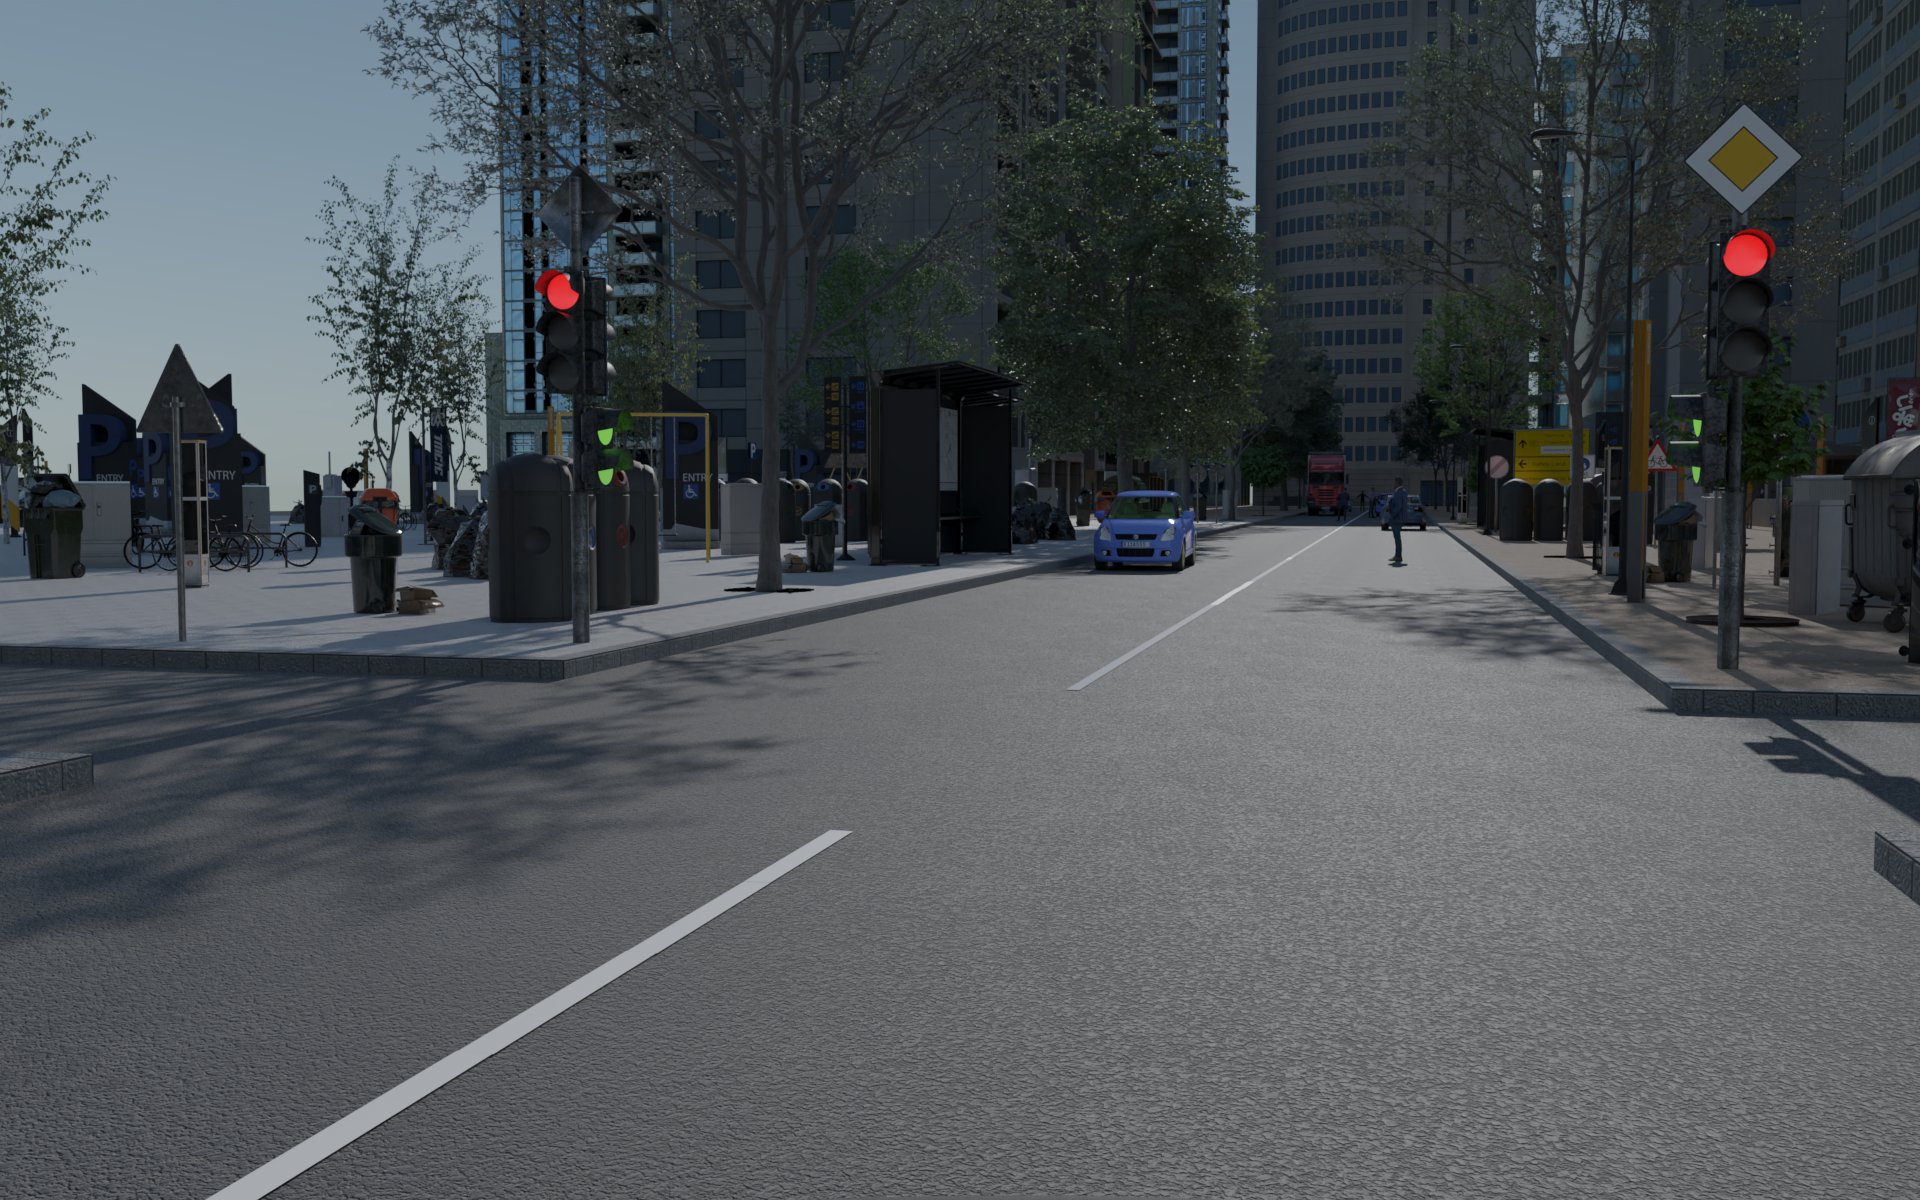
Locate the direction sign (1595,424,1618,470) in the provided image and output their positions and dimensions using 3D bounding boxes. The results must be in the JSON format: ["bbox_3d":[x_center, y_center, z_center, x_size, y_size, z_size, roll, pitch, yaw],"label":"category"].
[{"bbox_3d":[20.878,-3.914,55.985,0.379,3.537,0.876,-2,4,-29],"label":"direction sign"}]

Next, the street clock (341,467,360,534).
[{"bbox_3d":[-16.241,-2.548,46.233,0.471,2.002,0.358,0,4,-7],"label":"street clock"}]

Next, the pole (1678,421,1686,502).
[{"bbox_3d":[20.297,-3.357,48.731,0.158,3.312,0.155,0,3,0],"label":"pole"}]

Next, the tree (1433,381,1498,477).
[{"bbox_3d":[31.249,-9.537,106.299,4.360,8.622,3.978,0,3,0],"label":"tree"}]

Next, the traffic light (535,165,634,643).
[{"bbox_3d":[-3.256,-1.586,14.846,0.839,4.253,0.868,1,4,14],"label":"traffic light"}]

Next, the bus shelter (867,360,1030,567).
[{"bbox_3d":[-0.119,-2.594,33.699,1.731,3.624,6.357,1,4,14],"label":"bus shelter"}]

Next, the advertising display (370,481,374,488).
[{"bbox_3d":[-28.524,-4.824,84.088,0.123,1.923,0.974,-1,4,-22],"label":"advertising display"}]

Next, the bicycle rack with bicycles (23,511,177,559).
[{"bbox_3d":[-18.332,-1.439,36.906,2.852,0.926,2.925,0,4,7],"label":"bicycle rack with bicycles"}]

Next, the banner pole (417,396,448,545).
[{"bbox_3d":[-13.331,-3.290,43.805,0.863,3.779,0.401,-3,5,-40],"label":"banner pole"}]

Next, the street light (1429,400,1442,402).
[{"bbox_3d":[23.848,-6.912,85.549,1.470,5.913,1.316,1,4,14],"label":"street light"}]

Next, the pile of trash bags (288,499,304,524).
[{"bbox_3d":[-27.864,-4.068,76.260,1.912,1.369,3.447,1,4,16],"label":"pile of trash bags"}]

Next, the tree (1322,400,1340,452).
[{"bbox_3d":[32.143,-14.949,162.537,7.486,12.596,7.792,0,3,0],"label":"tree"}]

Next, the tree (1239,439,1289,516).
[{"bbox_3d":[17.832,-7.205,101.516,4.285,4.588,4.351,0,3,0],"label":"tree"}]

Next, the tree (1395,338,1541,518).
[{"bbox_3d":[27.829,-9.746,93.751,7.601,10.594,8.767,1,4,16],"label":"tree"}]

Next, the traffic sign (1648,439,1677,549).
[{"bbox_3d":[16.352,-2.488,40.676,0.884,2.594,0.081,1,4,16],"label":"traffic sign"}]

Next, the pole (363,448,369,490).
[{"bbox_3d":[-26.461,-5.097,77.185,0.158,3.312,0.155,0,3,0],"label":"pole"}]

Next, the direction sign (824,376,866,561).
[{"bbox_3d":[-2.211,-2.533,33.412,0.876,3.537,0.379,1,4,21],"label":"direction sign"}]

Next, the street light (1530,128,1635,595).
[{"bbox_3d":[7.933,-3.028,22.057,1.470,5.913,1.316,1,4,14],"label":"street light"}]

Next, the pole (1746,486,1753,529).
[{"bbox_3d":[29.093,-4.276,63.751,0.158,3.312,0.155,0,3,0],"label":"pole"}]

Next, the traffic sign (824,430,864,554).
[{"bbox_3d":[-2.356,-2.142,35.029,0.884,2.594,0.081,1,4,21],"label":"traffic sign"}]

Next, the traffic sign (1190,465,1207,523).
[{"bbox_3d":[10.481,-4.662,76.327,0.768,2.556,0.104,1,4,17],"label":"traffic sign"}]

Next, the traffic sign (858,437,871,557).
[{"bbox_3d":[-1.821,-2.147,35.114,0.884,2.594,0.081,2,4,24],"label":"traffic sign"}]

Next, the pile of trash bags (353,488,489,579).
[{"bbox_3d":[-7.435,-1.028,26.563,3.447,1.369,1.912,-2,4,-25],"label":"pile of trash bags"}]

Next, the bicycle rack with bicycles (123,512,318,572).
[{"bbox_3d":[-12.741,-0.977,29.360,2.925,0.926,2.852,0,4,-1],"label":"bicycle rack with bicycles"}]

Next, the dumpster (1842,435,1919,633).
[{"bbox_3d":[9.296,-0.657,16.495,1.264,1.857,1.865,1,4,14],"label":"dumpster"}]

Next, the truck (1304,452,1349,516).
[{"bbox_3d":[24.794,-7.841,117.115,2.839,4.237,11.283,1,4,12],"label":"truck"}]

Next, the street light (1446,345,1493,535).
[{"bbox_3d":[15.917,-4.978,53.934,1.470,5.913,1.316,1,4,14],"label":"street light"}]

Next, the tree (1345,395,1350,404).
[{"bbox_3d":[24.894,-13.835,132.853,9.857,13.997,8.962,0,3,0],"label":"tree"}]

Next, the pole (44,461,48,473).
[{"bbox_3d":[-55.821,-6.851,105.864,0.158,3.312,0.155,0,3,0],"label":"pole"}]

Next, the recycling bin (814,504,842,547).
[{"bbox_3d":[-3.168,-1.805,42.072,0.722,1.027,0.722,0,4,-5],"label":"recycling bin"}]

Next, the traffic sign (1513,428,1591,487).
[{"bbox_3d":[18.474,-3.685,54.123,2.265,3.308,0.079,1,4,21],"label":"traffic sign"}]

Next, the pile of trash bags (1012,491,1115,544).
[{"bbox_3d":[2.698,-2.363,48.385,3.447,1.369,1.912,-1,4,-13],"label":"pile of trash bags"}]

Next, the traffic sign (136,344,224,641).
[{"bbox_3d":[-6.774,-0.918,15.018,0.884,2.594,0.081,1,4,16],"label":"traffic sign"}]

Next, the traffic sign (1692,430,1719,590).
[{"bbox_3d":[10.137,-1.348,23.218,0.795,2.450,0.064,1,4,20],"label":"traffic sign"}]

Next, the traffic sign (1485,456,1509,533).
[{"bbox_3d":[17.785,-3.506,57.423,0.768,2.556,0.104,1,4,22],"label":"traffic sign"}]

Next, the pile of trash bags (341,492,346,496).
[{"bbox_3d":[-8.823,-1.248,30.159,3.447,1.369,1.912,1,4,8],"label":"pile of trash bags"}]

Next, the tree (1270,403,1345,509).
[{"bbox_3d":[29.841,-13.241,150.899,8.767,10.594,7.601,3,4,39],"label":"tree"}]

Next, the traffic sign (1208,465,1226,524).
[{"bbox_3d":[11.174,-4.604,75.377,0.768,2.556,0.104,1,4,17],"label":"traffic sign"}]

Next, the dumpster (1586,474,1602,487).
[{"bbox_3d":[18.427,-2.680,49.571,1.264,1.857,1.865,1,4,14],"label":"dumpster"}]

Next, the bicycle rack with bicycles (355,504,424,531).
[{"bbox_3d":[-20.228,-2.958,61.737,2.925,0.926,2.852,3,5,44],"label":"bicycle rack with bicycles"}]

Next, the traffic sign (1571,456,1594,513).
[{"bbox_3d":[16.256,-2.639,45.277,0.606,2.300,0.079,1,4,16],"label":"traffic sign"}]

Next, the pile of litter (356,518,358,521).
[{"bbox_3d":[-19.468,-2.578,56.111,1.176,0.858,1.719,1,4,16],"label":"pile of litter"}]

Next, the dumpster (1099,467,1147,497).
[{"bbox_3d":[5.793,-3.610,61.512,1.502,2.255,1.985,1,4,14],"label":"dumpster"}]

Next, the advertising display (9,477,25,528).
[{"bbox_3d":[-35.939,-3.729,66.180,0.974,1.923,0.123,0,4,-2],"label":"advertising display"}]

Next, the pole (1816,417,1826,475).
[{"bbox_3d":[22.711,-3.173,45.722,0.158,3.312,0.155,0,3,0],"label":"pole"}]

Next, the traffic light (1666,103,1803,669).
[{"bbox_3d":[5.633,-1.450,12.633,0.839,4.253,0.868,1,4,14],"label":"traffic light"}]

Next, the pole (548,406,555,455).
[{"bbox_3d":[-9.514,-2.846,40.378,0.158,3.312,0.155,0,3,0],"label":"pole"}]

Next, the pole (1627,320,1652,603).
[{"bbox_3d":[8.003,-1.624,20.400,0.158,3.312,0.155,0,3,0],"label":"pole"}]

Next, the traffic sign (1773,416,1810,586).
[{"bbox_3d":[11.452,-1.474,24.213,0.768,2.556,0.104,1,4,23],"label":"traffic sign"}]

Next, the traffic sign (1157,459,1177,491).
[{"bbox_3d":[7.582,-3.890,63.708,0.768,2.556,0.104,2,4,24],"label":"traffic sign"}]

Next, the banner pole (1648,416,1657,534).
[{"bbox_3d":[21.979,-3.980,55.097,0.401,3.779,0.863,3,5,44],"label":"banner pole"}]

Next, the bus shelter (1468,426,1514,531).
[{"bbox_3d":[19.455,-4.382,62.921,1.731,3.624,6.357,1,4,14],"label":"bus shelter"}]

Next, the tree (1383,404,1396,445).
[{"bbox_3d":[34.817,-11.572,123.611,8.767,10.594,7.601,-1,4,-11],"label":"tree"}]
